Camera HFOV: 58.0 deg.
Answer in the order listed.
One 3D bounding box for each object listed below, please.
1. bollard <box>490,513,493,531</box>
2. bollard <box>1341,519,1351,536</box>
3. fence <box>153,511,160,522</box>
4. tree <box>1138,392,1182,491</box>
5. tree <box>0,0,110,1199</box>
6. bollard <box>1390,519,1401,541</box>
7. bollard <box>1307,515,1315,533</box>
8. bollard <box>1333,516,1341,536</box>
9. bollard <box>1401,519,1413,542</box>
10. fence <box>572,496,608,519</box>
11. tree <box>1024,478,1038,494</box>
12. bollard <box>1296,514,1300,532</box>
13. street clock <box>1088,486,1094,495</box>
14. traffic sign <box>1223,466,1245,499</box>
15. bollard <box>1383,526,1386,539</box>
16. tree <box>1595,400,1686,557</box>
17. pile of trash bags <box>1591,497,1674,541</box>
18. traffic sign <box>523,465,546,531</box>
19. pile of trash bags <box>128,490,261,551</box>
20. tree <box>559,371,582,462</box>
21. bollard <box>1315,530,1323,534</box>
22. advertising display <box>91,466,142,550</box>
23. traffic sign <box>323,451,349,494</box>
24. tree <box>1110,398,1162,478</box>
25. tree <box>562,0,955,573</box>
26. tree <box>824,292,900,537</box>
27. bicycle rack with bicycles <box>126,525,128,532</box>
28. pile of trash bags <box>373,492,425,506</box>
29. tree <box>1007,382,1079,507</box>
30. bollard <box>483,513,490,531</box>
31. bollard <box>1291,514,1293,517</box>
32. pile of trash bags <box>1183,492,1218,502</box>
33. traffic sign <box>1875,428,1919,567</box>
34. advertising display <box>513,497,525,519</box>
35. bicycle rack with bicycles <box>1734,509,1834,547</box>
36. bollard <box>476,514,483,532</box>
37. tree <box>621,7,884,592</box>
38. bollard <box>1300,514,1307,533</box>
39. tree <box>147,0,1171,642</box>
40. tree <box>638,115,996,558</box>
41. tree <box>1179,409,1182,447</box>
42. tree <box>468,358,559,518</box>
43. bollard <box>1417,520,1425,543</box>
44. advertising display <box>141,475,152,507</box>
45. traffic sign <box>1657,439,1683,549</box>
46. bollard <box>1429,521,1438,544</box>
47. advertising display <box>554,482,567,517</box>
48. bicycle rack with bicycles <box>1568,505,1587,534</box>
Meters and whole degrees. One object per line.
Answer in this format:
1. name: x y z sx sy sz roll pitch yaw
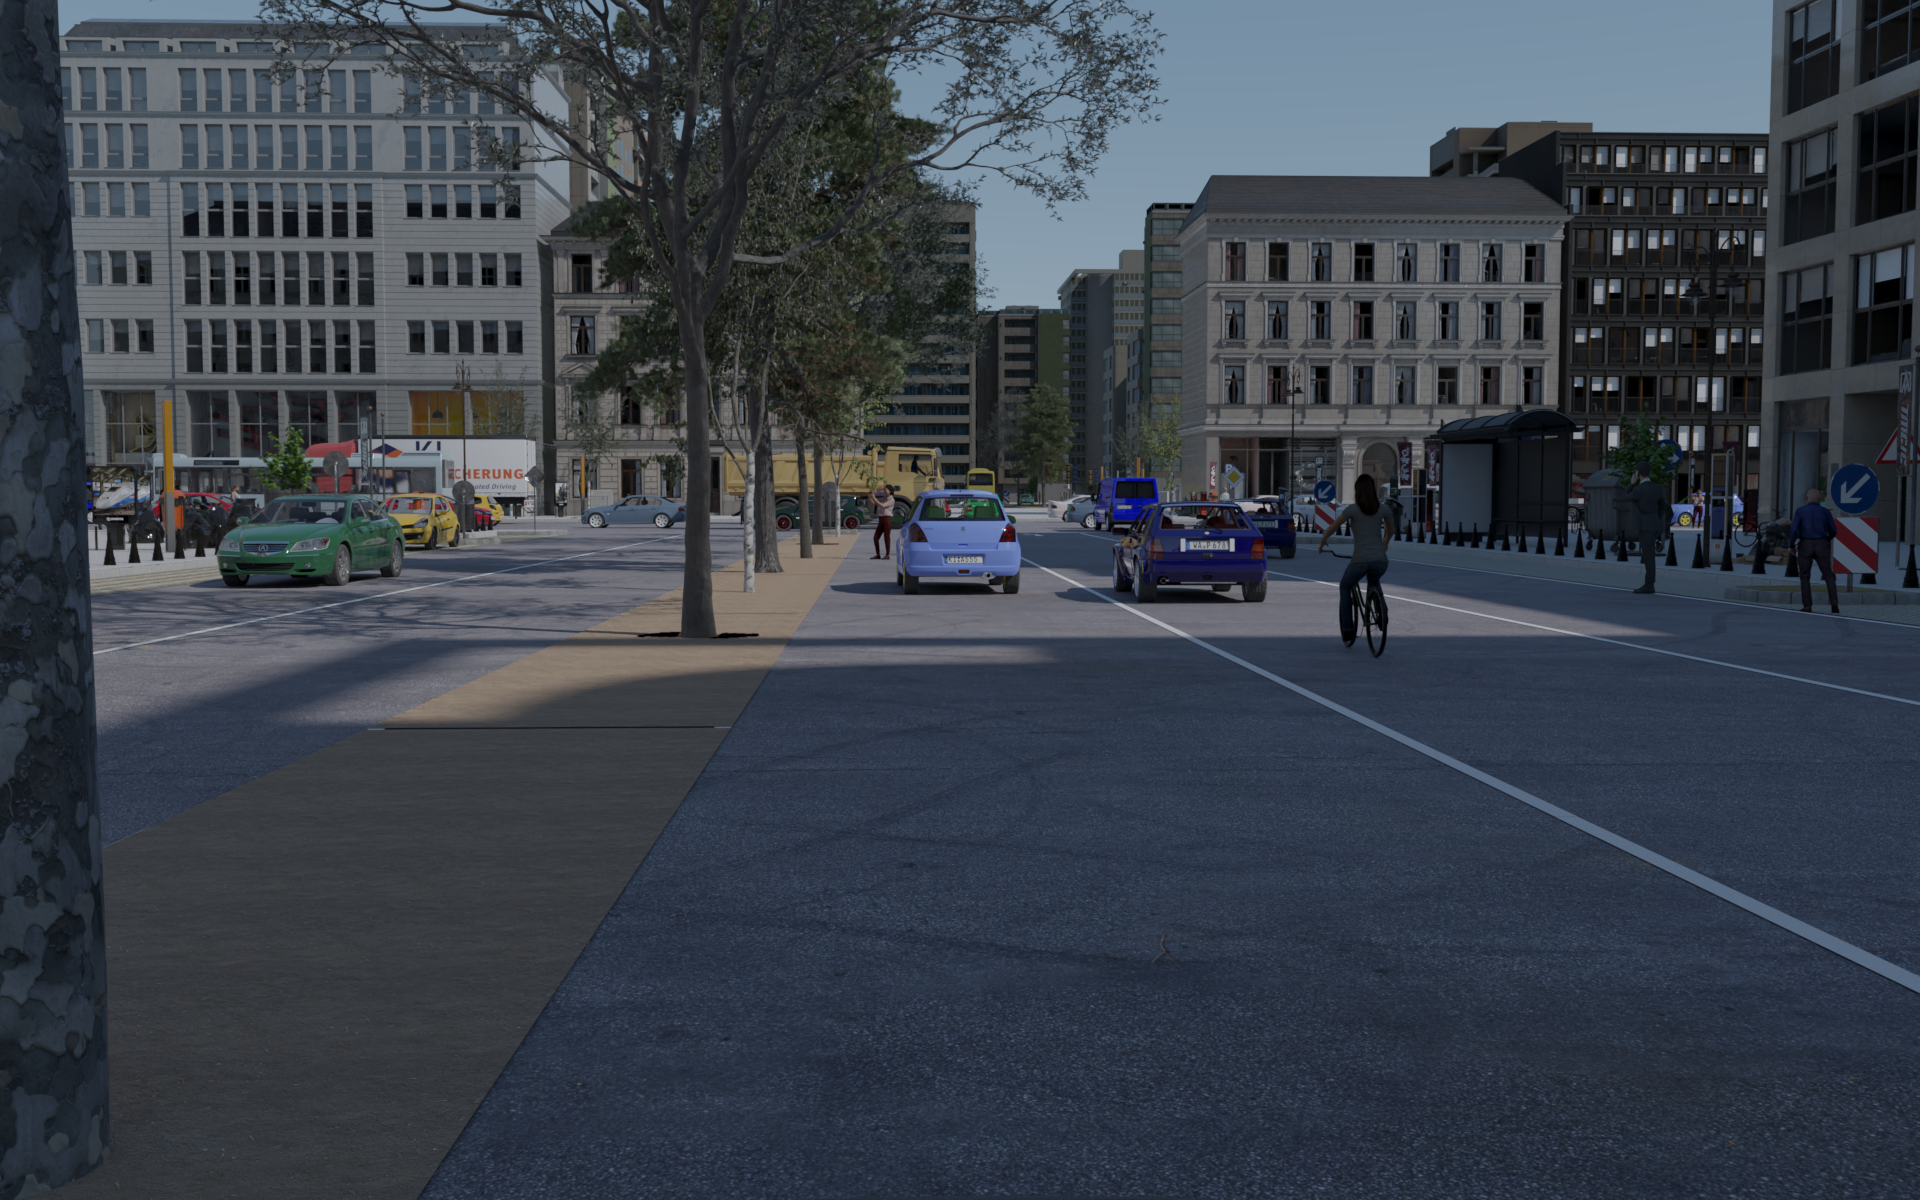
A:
1. bollard: -16.570 -2.753 61.055 0.229 0.601 0.229 0 3 0
2. bollard: 11.780 -2.236 52.600 0.229 0.601 0.229 0 3 0
3. fence: -27.526 -2.753 60.385 0.278 0.683 2.069 2 4 25
4. tree: 14.846 -10.575 123.267 4.737 8.622 4.395 0 3 0
5. tree: -3.276 -8.899 3.846 12.611 20.169 13.585 0 3 0
6. bollard: 11.998 -1.921 47.443 0.229 0.601 0.229 0 3 0
7. bollard: 11.605 -2.489 56.729 0.229 0.601 0.229 0 3 0
8. bollard: 11.739 -2.299 53.631 0.229 0.601 0.229 0 3 0
9. bollard: 12.042 -1.858 46.414 0.229 0.601 0.229 0 3 0
10. fence: -19.347 -4.864 90.726 2.264 1.192 0.480 1 4 23
11. tree: 7.497 -11.528 183.089 1.663 3.219 1.824 0 3 0
12. bollard: 11.521 -2.614 58.781 0.229 0.601 0.229 0 3 0
13. street clock: 11.219 -8.828 148.905 0.471 2.002 0.358 -2 4 -27
14. traffic sign: 9.773 -3.563 61.894 0.795 2.450 0.064 0 4 -2
15. bollard: 11.952 -1.984 48.473 0.229 0.601 0.229 0 3 0
16. tree: 14.127 -2.518 35.773 1.663 3.219 1.824 0 3 0
17. pile of trash bags: 19.118 -2.384 48.735 1.912 1.369 3.447 0 4 3
18. traffic sign: -14.950 -3.501 60.878 0.795 2.450 0.064 0 4 -2
19. pile of trash bags: -17.619 -1.894 40.726 1.912 1.369 3.447 1 4 9
20. tree: -20.914 -9.054 98.401 4.360 8.622 3.978 0 3 0
21. bollard: 11.648 -2.425 55.695 0.229 0.601 0.229 0 3 0
22. advertising display: -19.338 -2.106 39.642 0.974 1.923 0.123 0 4 -8
23. traffic sign: -18.553 -3.143 51.493 0.768 2.556 0.104 0 4 -2
24. tree: 13.650 -11.155 132.742 4.360 8.622 3.978 0 3 0
25. tree: -3.597 -6.519 31.090 6.751 12.117 7.091 0 3 0
26. tree: -3.987 -6.360 56.809 4.737 8.622 4.395 0 3 0
27. bicycle rack with bicycles: -25.879 -2.557 55.188 2.852 0.926 2.925 -1 4 -21
28. pile of trash bags: -19.463 -3.022 59.163 1.912 1.369 3.447 1 4 22
29. tree: 8.037 -14.987 167.093 6.751 12.117 7.091 0 3 0
30. bollard: -16.529 -2.690 60.028 0.229 0.601 0.229 0 3 0
31. bollard: 11.476 -2.677 59.806 0.229 0.601 0.229 0 3 0
32. pile of trash bags: 13.782 -5.424 98.440 1.912 1.369 3.447 -1 4 -18
33. traffic sign: 16.583 -1.869 30.570 0.884 2.594 0.081 0 4 5
34. advertising display: -24.633 -5.589 96.601 0.123 1.923 0.974 2 4 28
35. bicycle rack with bicycles: 20.416 -1.701 41.193 2.852 0.926 2.925 -2 4 -27
36. bollard: -16.483 -2.627 58.996 0.229 0.601 0.229 0 3 0
37. tree: -3.087 -4.421 25.104 4.360 8.622 3.978 0 3 0
38. bollard: 11.563 -2.551 57.755 0.229 0.601 0.229 0 3 0
39. tree: -2.568 -6.353 16.701 12.009 13.543 11.850 0 3 0
40. tree: -3.397 -6.211 38.414 8.767 10.594 7.601 0 4 -2
41. tree: 17.023 -10.238 117.754 4.360 8.622 3.978 0 3 0
42. tree: -24.250 -8.734 93.163 4.360 8.622 3.978 0 3 0
43. bollard: 12.085 -1.795 45.383 0.229 0.601 0.229 0 3 0
44. advertising display: -27.889 -3.265 58.591 0.974 1.923 0.123 -3 4 -37
45. traffic sign: 16.375 -2.456 40.266 0.768 2.556 0.104 0 4 6
46. bollard: 12.129 -1.731 44.341 0.229 0.601 0.229 0 3 0
47. advertising display: -21.946 -5.502 95.177 0.123 1.923 0.974 2 4 27
48. bicycle rack with bicycles: 20.584 -2.577 55.509 2.852 0.926 2.925 2 4 28
